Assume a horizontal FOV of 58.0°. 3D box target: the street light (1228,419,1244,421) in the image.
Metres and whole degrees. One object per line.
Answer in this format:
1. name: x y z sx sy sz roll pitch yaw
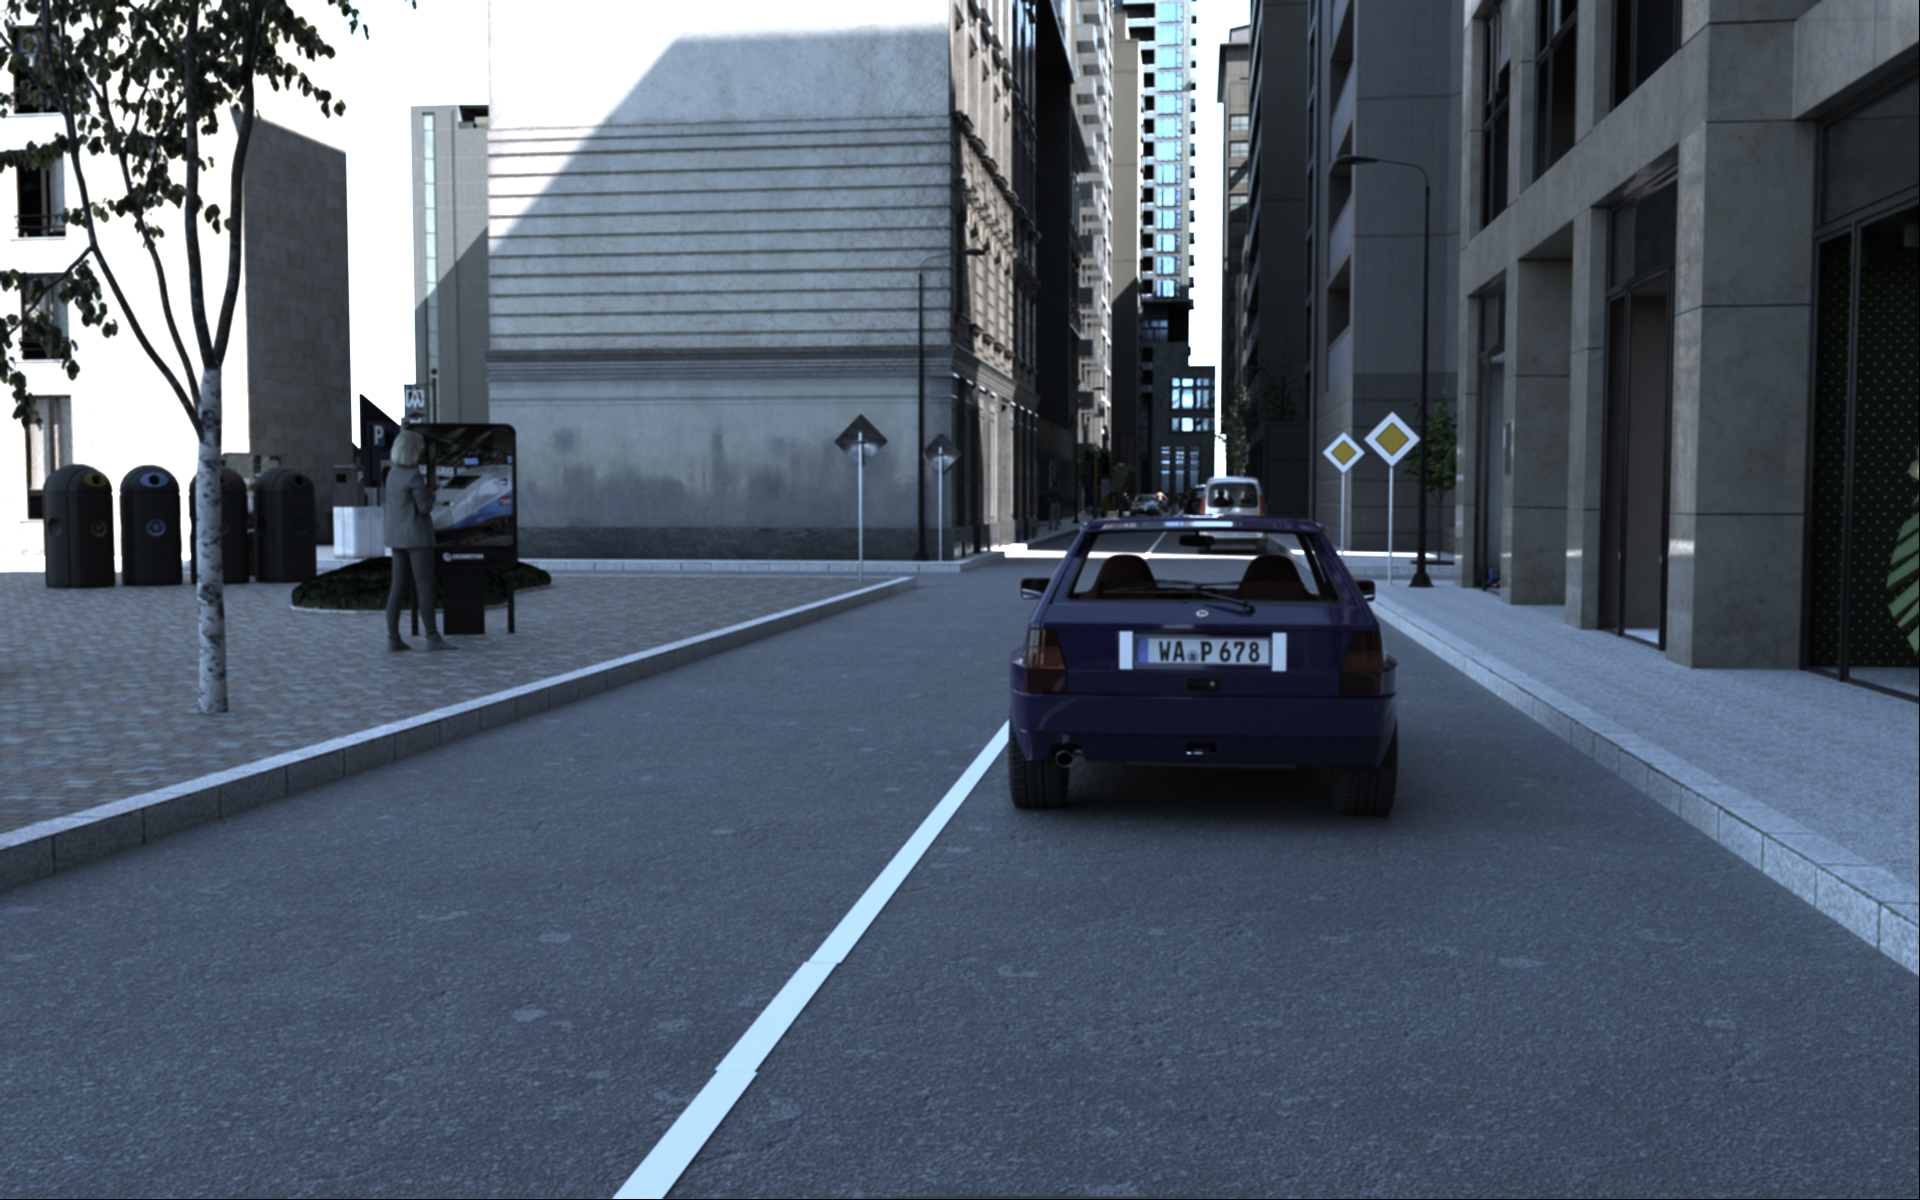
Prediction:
1. street light: 17.074 -8.169 106.104 1.470 5.913 1.316 0 4 8

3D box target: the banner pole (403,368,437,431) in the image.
1. banner pole: -10.677 -2.721 34.505 0.863 3.779 0.401 0 4 3

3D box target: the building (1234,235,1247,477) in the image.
1. building: 34.675 -17.326 128.318 27.650 21.520 28.899 0 4 8

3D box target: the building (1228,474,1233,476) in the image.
1. building: 40.277 -28.241 153.627 32.217 40.220 23.993 0 4 8

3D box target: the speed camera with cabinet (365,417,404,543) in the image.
1. speed camera with cabinet: -14.942 -3.085 44.768 2.038 3.252 0.660 3 5 39

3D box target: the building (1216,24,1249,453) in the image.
1. building: 43.498 -37.381 200.416 27.495 52.752 28.713 0 4 8

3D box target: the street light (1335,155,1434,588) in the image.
1. street light: 5.838 -3.138 23.842 1.470 5.913 1.316 0 4 8

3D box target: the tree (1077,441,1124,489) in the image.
1. tree: 8.348 -7.524 106.727 4.285 4.588 4.351 0 3 0

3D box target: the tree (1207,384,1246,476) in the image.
1. tree: 18.367 -9.857 111.516 4.737 8.622 4.395 0 3 0

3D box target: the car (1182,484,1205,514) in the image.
1. car: 9.983 -3.689 68.990 2.281 1.827 5.304 0 4 7

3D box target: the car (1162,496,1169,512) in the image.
1. car: 15.800 -7.772 139.066 2.014 1.417 4.499 0 4 6

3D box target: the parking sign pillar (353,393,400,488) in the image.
1. parking sign pillar: -15.524 -3.567 46.789 1.447 3.967 1.447 2 4 35

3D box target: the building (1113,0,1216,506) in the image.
1. building: 14.163 -54.315 200.714 31.000 86.520 22.319 0 4 8

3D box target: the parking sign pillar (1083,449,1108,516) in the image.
1. parking sign pillar: 8.070 -7.012 103.112 1.447 3.967 1.447 1 4 13

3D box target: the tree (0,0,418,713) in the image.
1. tree: -4.614 -3.652 10.069 4.360 8.622 3.978 0 3 0

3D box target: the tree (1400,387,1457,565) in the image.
1. tree: 8.773 -2.257 31.503 1.663 3.219 1.824 0 3 0

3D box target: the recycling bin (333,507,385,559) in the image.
1. recycling bin: -11.970 -1.343 34.516 0.722 1.027 0.722 2 4 35

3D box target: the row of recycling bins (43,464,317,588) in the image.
1. row of recycling bins: -11.050 -1.072 24.642 3.534 1.692 1.069 -2 4 -33

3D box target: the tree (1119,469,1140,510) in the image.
1. tree: 13.294 -8.650 136.022 1.663 3.219 1.824 0 3 0

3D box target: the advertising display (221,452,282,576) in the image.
1. advertising display: -11.078 -1.341 27.142 0.123 1.923 0.974 3 4 36

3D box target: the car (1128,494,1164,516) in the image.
1. car: 11.172 -5.638 103.972 2.131 1.459 4.920 1 4 8

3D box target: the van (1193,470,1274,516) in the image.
1. van: 6.717 -2.176 42.595 2.013 2.044 4.112 1 4 9

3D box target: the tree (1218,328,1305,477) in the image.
1. tree: 13.712 -7.757 77.191 4.360 8.622 3.978 0 3 0

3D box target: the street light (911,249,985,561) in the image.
1. street light: -0.215 -3.699 33.012 1.470 5.913 1.316 0 4 8

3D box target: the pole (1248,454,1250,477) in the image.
1. pole: 13.772 -5.408 82.256 0.158 3.312 0.155 0 3 0

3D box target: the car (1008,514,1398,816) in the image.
1. car: 1.247 0.211 9.134 1.945 1.354 3.894 0 4 7

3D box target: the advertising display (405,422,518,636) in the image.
1. advertising display: -4.545 -0.648 15.815 0.974 1.923 0.123 -1 4 -19

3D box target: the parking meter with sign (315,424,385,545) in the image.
1. parking meter with sign: -15.320 -2.883 43.403 1.738 3.016 0.543 1 4 13

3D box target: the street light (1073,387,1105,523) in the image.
1. street light: 5.610 -6.294 75.442 1.470 5.913 1.316 0 4 8

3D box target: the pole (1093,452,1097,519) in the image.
1. pole: 6.499 -5.467 83.231 0.158 3.312 0.155 0 3 0

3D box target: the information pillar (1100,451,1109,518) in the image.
1. information pillar: 7.895 -6.305 94.441 0.504 3.616 0.183 -1 4 -19

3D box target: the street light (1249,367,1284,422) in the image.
1. street light: 11.273 -5.560 63.450 1.470 5.913 1.316 0 4 8
